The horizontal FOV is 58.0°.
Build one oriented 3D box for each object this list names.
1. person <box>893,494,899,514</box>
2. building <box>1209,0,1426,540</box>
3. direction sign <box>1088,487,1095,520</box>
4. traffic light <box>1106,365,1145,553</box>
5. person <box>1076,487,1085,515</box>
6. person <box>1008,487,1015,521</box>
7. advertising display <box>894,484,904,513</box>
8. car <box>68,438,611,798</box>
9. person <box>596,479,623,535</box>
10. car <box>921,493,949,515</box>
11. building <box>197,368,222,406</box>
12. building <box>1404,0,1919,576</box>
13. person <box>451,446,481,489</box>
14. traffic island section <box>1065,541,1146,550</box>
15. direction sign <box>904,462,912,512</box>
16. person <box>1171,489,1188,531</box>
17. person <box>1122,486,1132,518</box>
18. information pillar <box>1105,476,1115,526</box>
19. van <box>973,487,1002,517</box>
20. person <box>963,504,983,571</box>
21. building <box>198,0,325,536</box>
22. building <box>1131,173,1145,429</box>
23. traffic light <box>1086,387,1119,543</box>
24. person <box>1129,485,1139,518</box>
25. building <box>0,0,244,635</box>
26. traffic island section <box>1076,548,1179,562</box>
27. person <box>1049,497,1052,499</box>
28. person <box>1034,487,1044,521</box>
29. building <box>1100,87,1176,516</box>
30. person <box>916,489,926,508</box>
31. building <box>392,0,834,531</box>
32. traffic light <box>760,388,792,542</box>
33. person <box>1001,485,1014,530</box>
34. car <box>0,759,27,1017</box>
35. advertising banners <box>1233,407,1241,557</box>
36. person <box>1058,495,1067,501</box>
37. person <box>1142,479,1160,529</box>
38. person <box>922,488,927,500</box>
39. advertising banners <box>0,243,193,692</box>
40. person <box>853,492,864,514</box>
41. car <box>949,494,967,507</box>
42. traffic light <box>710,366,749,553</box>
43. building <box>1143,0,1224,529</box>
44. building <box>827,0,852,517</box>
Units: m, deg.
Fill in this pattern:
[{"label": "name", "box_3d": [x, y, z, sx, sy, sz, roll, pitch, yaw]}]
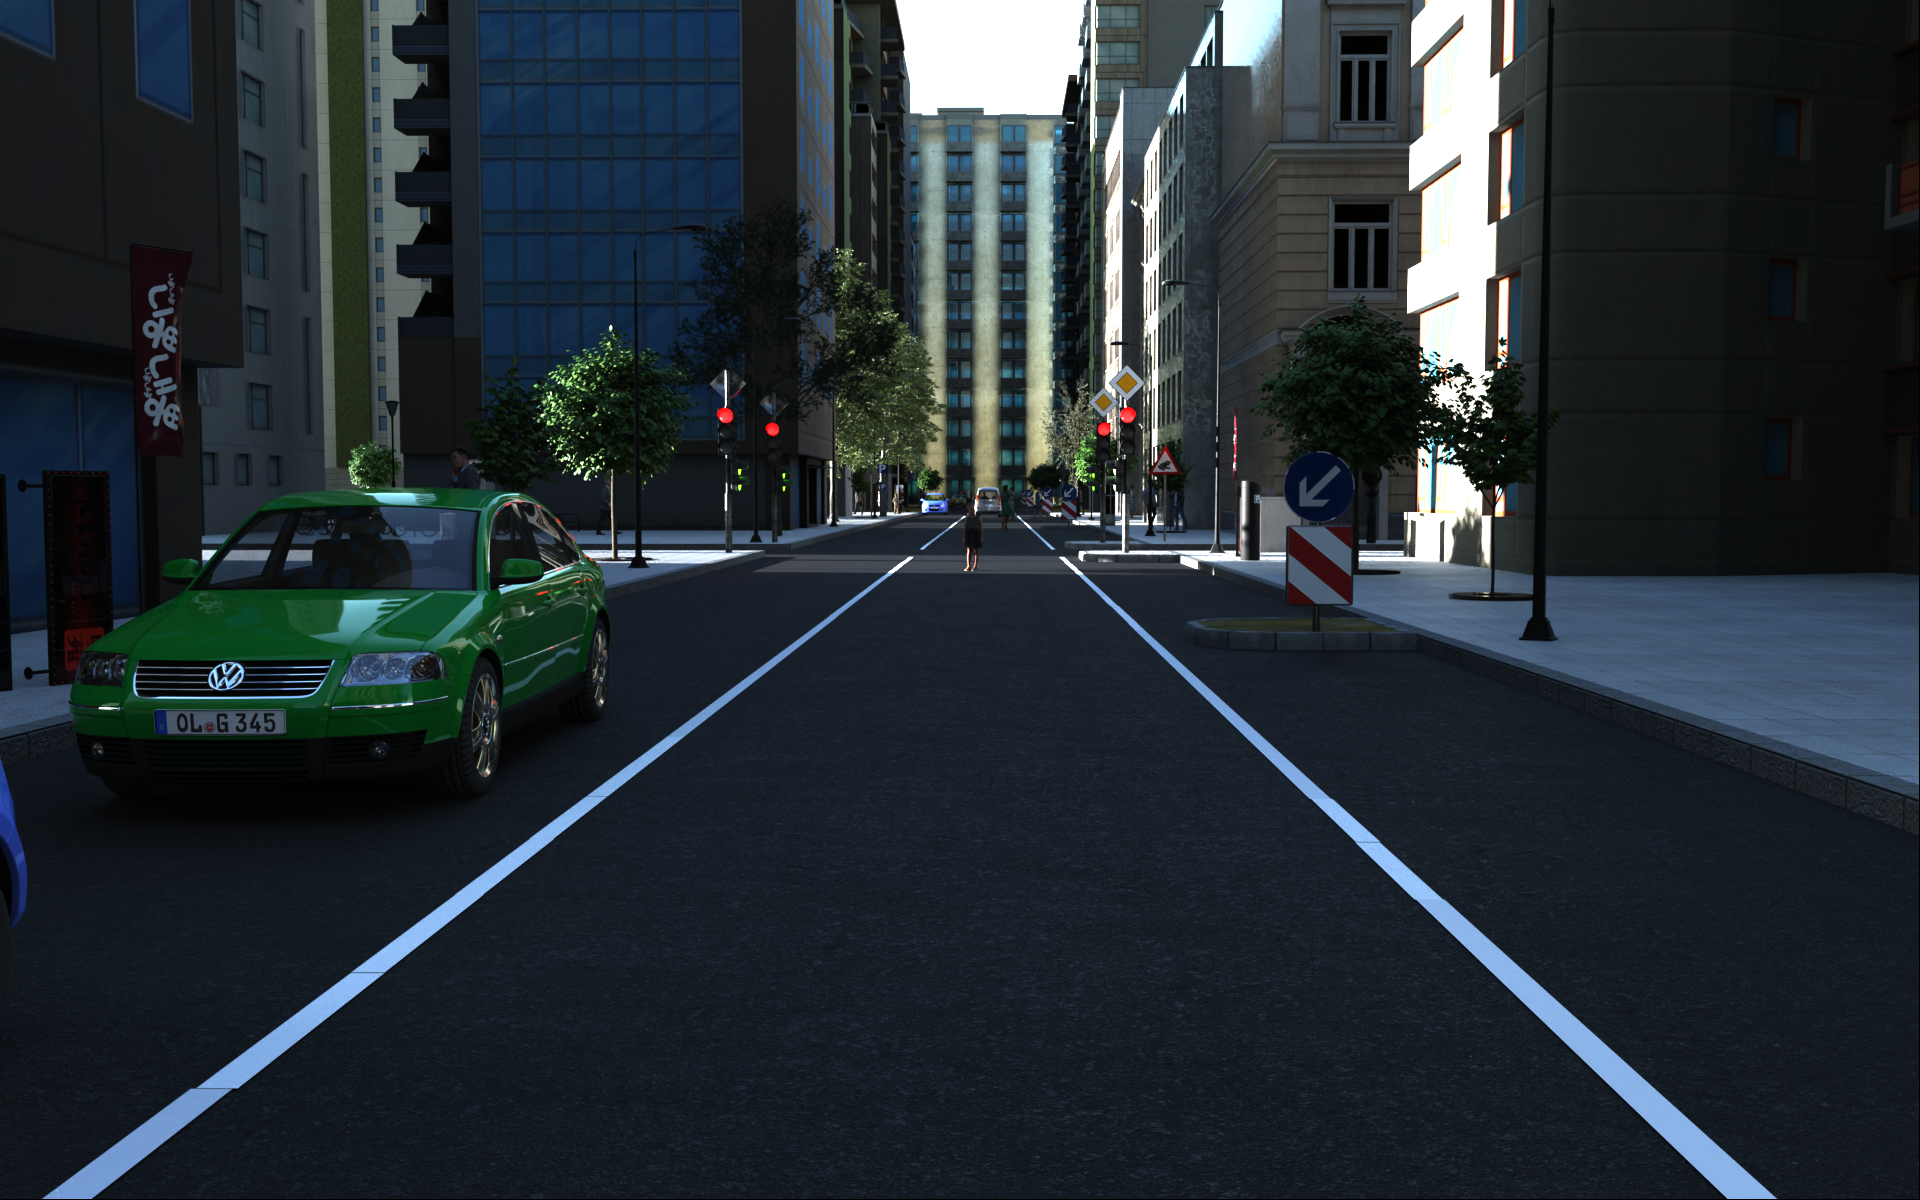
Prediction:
[{"label": "person", "box_3d": [-4.029, -6.041, 109.088, 0.475, 1.303, 0.640, 1, 4, 15]}, {"label": "building", "box_3d": [18.548, -16.368, 53.524, 20.117, 28.700, 13.634, 0, 4, 1]}, {"label": "direction sign", "box_3d": [6.608, -5.808, 86.953, 0.379, 3.537, 0.876, 2, 4, 31]}, {"label": "traffic light", "box_3d": [3.605, -2.986, 37.736, 0.839, 4.253, 0.868, 0, 4, 1]}, {"label": "person", "box_3d": [7.331, -6.193, 107.692, 0.834, 1.777, 0.661, 1, 4, 10]}, {"label": "person", "box_3d": [2.708, -5.121, 92.404, 0.466, 1.800, 0.511, -2, 4, -32]}, {"label": "advertising display", "box_3d": [-4.022, -6.699, 114.738, 0.123, 1.923, 0.974, 2, 4, 33]}, {"label": "car", "box_3d": [-3.137, -0.048, 9.581, 1.959, 1.807, 4.718, 0, 4, -1]}, {"label": "person", "box_3d": [-11.014, -2.931, 54.370, 0.834, 1.777, 0.661, 0, 4, -8]}, {"label": "car", "box_3d": [-1.711, -6.687, 118.925, 1.945, 1.707, 3.694, 0, 4, 1]}, {"label": "building", "box_3d": [-20.437, -15.607, 26.874, 14.107, 30.474, 14.160, 0, 4, 1]}, {"label": "building", "box_3d": [22.771, -10.743, 20.695, 27.650, 21.520, 28.899, 0, 4, 1]}, {"label": "person", "box_3d": [-5.878, -0.895, 20.482, 0.447, 1.846, 0.655, -1, 4, -22]}, {"label": "traffic island section", "box_3d": [3.801, -1.440, 45.833, 2.009, 0.180, 2.903, 0, 4, 1]}, {"label": "direction sign", "box_3d": [-3.635, -7.870, 120.678, 0.379, 3.537, 0.876, 3, 4, 37]}, {"label": "person", "box_3d": [7.673, -3.330, 60.835, 0.623, 1.781, 0.721, 3, 5, 44]}, {"label": "person", "box_3d": [9.120, -5.392, 94.220, 0.581, 1.822, 0.654, -3, 5, -42]}, {"label": "information pillar", "box_3d": [6.104, -4.027, 70.329, 0.304, 2.012, 0.304, 3, 5, 45]}, {"label": "van", "box_3d": [1.796, -6.139, 107.381, 2.013, 2.044, 4.112, 0, 4, 2]}, {"label": "person", "box_3d": [0.246, -1.178, 32.431, 0.362, 1.253, 0.373, 1, 4, 12]}, {"label": "building", "box_3d": [-30.163, -22.742, 55.435, 14.086, 41.232, 14.154, 0, 4, 1]}, {"label": "building", "box_3d": [15.452, -15.508, 89.719, 11.583, 22.565, 21.152, 0, 4, 1]}, {"label": "traffic light", "box_3d": [3.762, -3.474, 45.719, 0.839, 4.253, 0.868, 0, 4, 1]}, {"label": "person", "box_3d": [9.293, -5.247, 92.402, 0.524, 1.755, 0.480, 0, 4, 4]}, {"label": "building", "box_3d": [-15.116, -22.096, 11.375, 14.600, 45.320, 14.200, 0, 4, 1]}, {"label": "traffic island section", "box_3d": [3.645, -0.952, 37.849, 2.009, 0.180, 2.903, 0, 4, 1]}, {"label": "person", "box_3d": [7.842, -8.980, 153.666, 0.742, 1.727, 0.445, -3, 4, -38]}, {"label": "person", "box_3d": [4.117, -5.039, 90.916, 0.581, 1.822, 0.654, -2, 4, -25]}, {"label": "building", "box_3d": [15.635, -17.905, 110.766, 12.078, 24.808, 19.932, 0, 4, 1]}, {"label": "person", "box_3d": [-3.446, -9.108, 155.673, 1.217, 1.743, 0.721, -2, 4, -27]}, {"label": "building", "box_3d": [-12.386, -25.458, 66.352, 14.600, 45.320, 14.200, 0, 4, 1]}, {"label": "traffic light", "box_3d": [-4.898, -3.483, 45.873, 0.839, 4.253, 0.868, 0, 4, 1]}, {"label": "person", "box_3d": [1.784, -3.654, 68.483, 0.529, 1.795, 0.600, -3, 5, -42]}, {"label": "car", "box_3d": [-3.257, 0.413, 2.834, 1.945, 1.707, 3.694, 0, 4, 1]}, {"label": "advertising banners", "box_3d": [5.767, -2.419, 35.743, 0.090, 3.025, 2.074, 1, 4, 16]}, {"label": "person", "box_3d": [8.455, -8.102, 139.226, 1.217, 1.735, 0.721, 0, 4, -3]}, {"label": "person", "box_3d": [7.017, -3.543, 63.823, 0.661, 1.843, 0.795, 0, 4, -6]}, {"label": "person", "box_3d": [-3.334, -9.704, 164.565, 0.599, 1.838, 0.709, -1, 4, -15]}, {"label": "advertising banners", "box_3d": [-5.989, -0.947, 11.676, 0.090, 3.025, 2.074, 2, 4, 26]}, {"label": "person", "box_3d": [-6.458, -6.332, 109.966, 0.834, 1.777, 0.661, 3, 5, 42]}, {"label": "car", "box_3d": [-0.232, -11.045, 190.807, 2.015, 1.641, 3.980, 0, 4, 2]}, {"label": "traffic light", "box_3d": [-5.055, -2.995, 37.889, 0.839, 4.253, 0.868, 0, 4, 1]}, {"label": "building", "box_3d": [13.380, -13.174, 70.153, 10.420, 20.320, 16.860, 0, 4, 1]}, {"label": "building", "box_3d": [-13.537, -19.780, 95.099, 14.160, 30.474, 14.107, 0, 4, 1]}]
